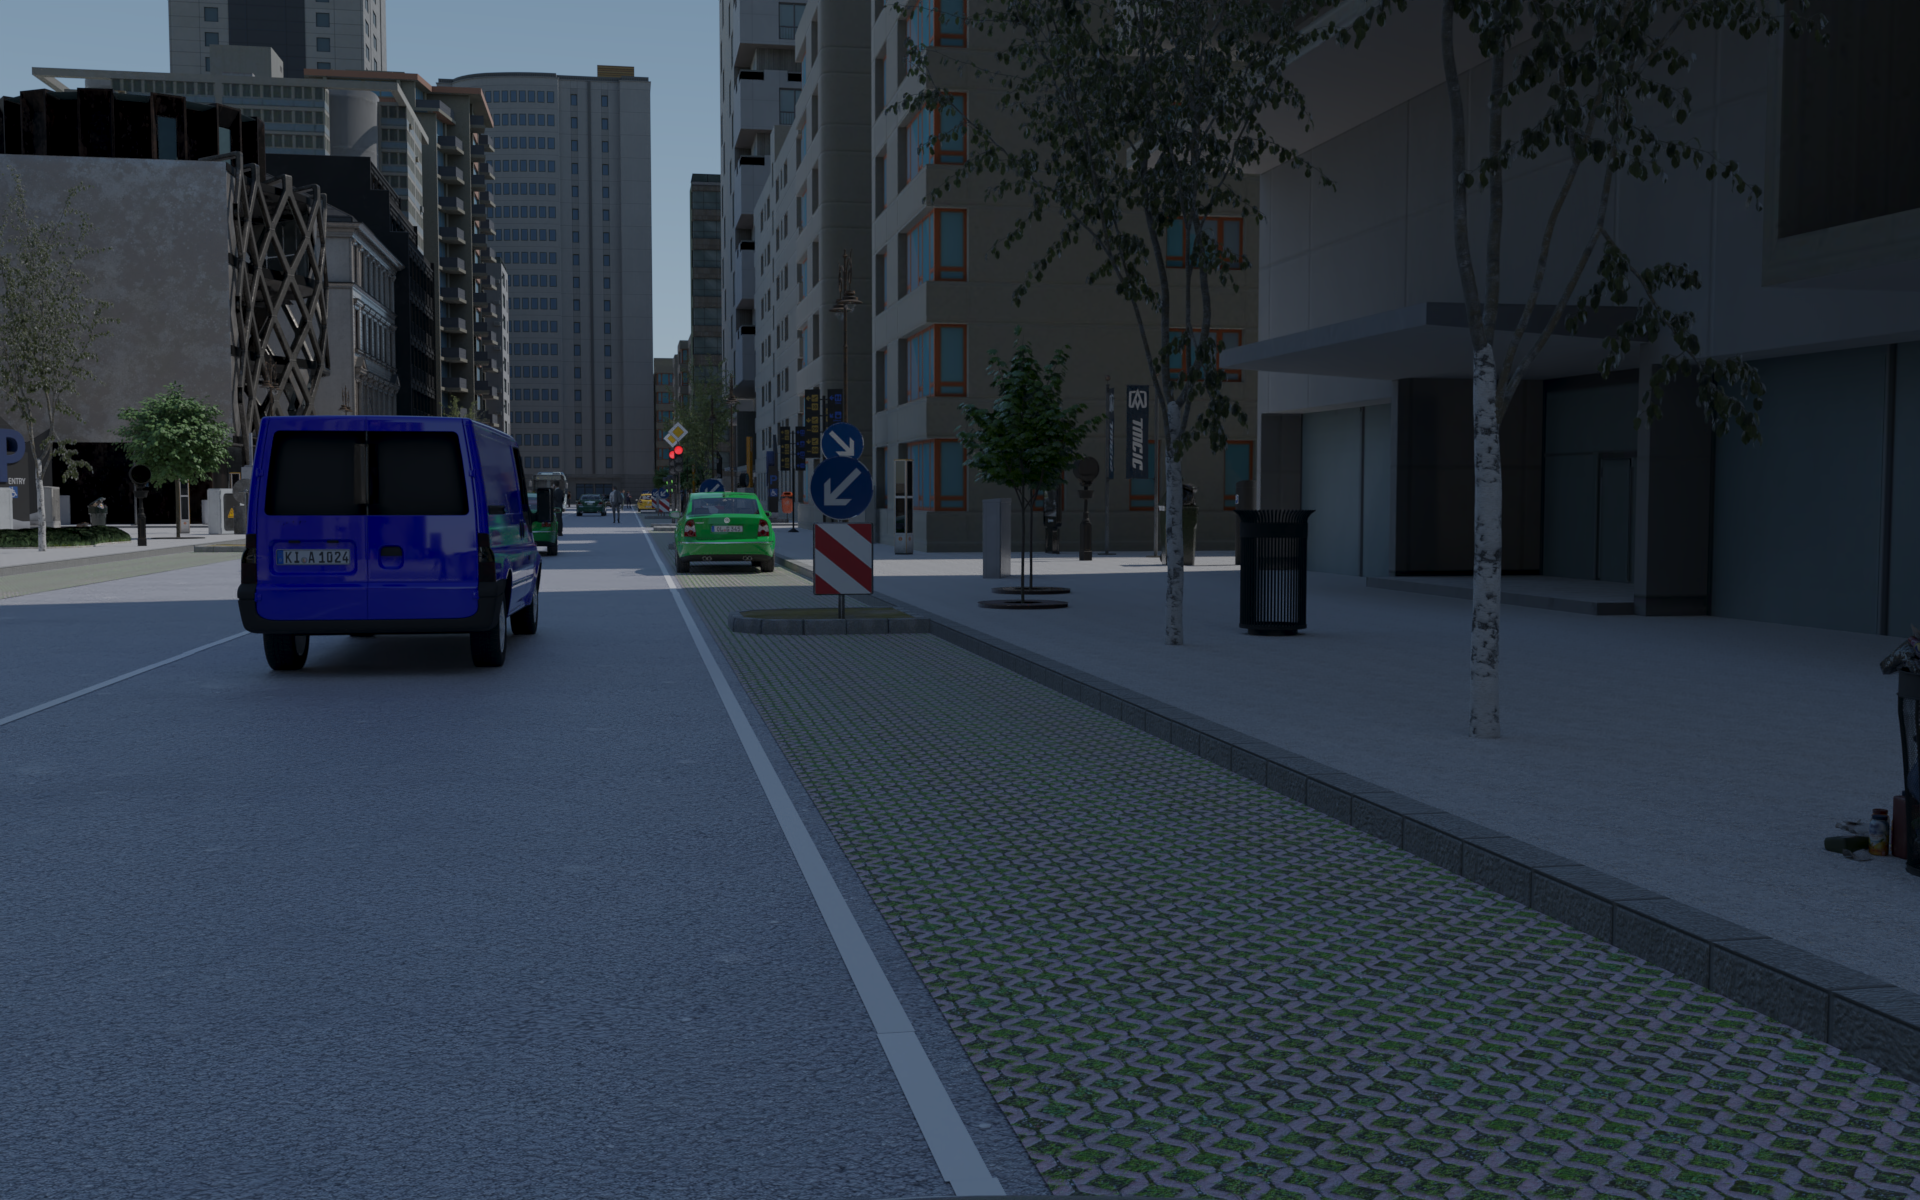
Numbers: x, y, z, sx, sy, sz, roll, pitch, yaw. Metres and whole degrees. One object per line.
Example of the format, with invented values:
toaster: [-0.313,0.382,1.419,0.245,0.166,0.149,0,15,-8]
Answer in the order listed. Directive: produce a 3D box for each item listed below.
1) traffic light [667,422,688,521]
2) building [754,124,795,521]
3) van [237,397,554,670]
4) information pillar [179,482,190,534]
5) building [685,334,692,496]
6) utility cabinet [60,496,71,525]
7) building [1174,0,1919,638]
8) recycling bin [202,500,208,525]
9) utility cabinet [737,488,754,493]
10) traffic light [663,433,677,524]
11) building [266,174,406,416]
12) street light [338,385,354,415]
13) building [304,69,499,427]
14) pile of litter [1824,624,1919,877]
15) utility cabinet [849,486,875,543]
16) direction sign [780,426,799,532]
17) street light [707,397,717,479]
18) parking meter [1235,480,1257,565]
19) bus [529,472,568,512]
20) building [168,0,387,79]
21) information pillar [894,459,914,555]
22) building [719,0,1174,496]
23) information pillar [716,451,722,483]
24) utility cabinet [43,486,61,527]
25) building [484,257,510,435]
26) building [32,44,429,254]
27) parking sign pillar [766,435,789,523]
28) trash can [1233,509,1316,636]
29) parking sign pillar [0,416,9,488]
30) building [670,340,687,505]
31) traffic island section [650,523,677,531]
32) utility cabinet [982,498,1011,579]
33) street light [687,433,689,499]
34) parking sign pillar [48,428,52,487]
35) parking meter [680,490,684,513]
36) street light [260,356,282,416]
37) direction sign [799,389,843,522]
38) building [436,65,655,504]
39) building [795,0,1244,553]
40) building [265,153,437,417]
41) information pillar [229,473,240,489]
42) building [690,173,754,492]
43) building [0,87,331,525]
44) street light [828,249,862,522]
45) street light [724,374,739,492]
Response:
traffic light: [-10.969,-4.799,67.391,0.839,4.253,0.868,-1,4,-11]
building: [4.264,-15.283,94.914,28.899,21.520,27.650,-1,4,-11]
van: [-4.978,-0.701,15.849,2.240,2.365,5.245,-1,4,-9]
information pillar: [-25.204,-3.161,56.172,0.304,2.012,0.304,-3,5,-43]
building: [-14.083,-20.642,182.531,27.650,21.520,28.899,-1,4,-11]
utility cabinet: [-37.597,-3.723,72.033,1.020,1.237,0.306,-2,4,-34]
building: [18.208,-26.215,17.847,28.713,52.752,27.495,-1,4,-11]
recycling bin: [-31.241,-3.659,72.385,0.722,1.027,0.722,-2,4,-32]
utility cabinet: [-7.349,-3.091,59.221,0.318,1.500,1.173,0,4,7]
traffic light: [-12.484,-5.279,75.232,0.839,4.253,0.868,-1,4,-11]
building: [-39.982,-14.663,104.364,10.561,19.102,19.286,-1,4,-11]
street light: [-26.101,-6.174,73.740,0.468,5.910,1.993,-1,4,-11]
building: [-60.570,-32.243,181.797,22.147,44.769,28.867,-1,4,-11]
pile of litter: [3.620,0.497,5.847,1.176,0.858,1.719,1,4,16]
utility cabinet: [-2.578,-2.236,45.233,0.318,1.500,1.173,-2,4,-25]
direction sign: [-5.591,-4.038,58.022,0.876,3.537,0.379,1,4,11]
street light: [-11.790,-6.714,82.562,0.468,5.910,1.993,-1,4,-11]
parking meter: [5.177,-1.404,31.374,0.372,1.533,0.369,0,3,0]
bus: [-33.403,-8.940,141.024,2.948,3.499,13.247,-1,4,-12]
building: [-78.510,-46.746,202.549,20.611,71.187,20.563,-1,4,-11]
information pillar: [-1.188,-1.968,36.676,0.304,2.012,0.304,2,4,29]
building: [-2.936,-32.702,123.916,28.713,52.752,27.495,-1,4,-11]
information pillar: [-12.921,-6.217,93.007,0.183,3.616,0.504,-3,4,-38]
utility cabinet: [-26.070,-2.508,49.680,0.318,1.500,1.173,-1,4,-18]
building: [-62.108,-26.832,210.402,14.107,30.474,14.160,-1,4,-11]
building: [-61.323,-28.309,154.725,32.217,40.220,23.993,-1,4,-11]
parking sign pillar: [-8.426,-5.468,77.867,1.447,3.967,1.447,-1,4,-10]
trash can: [2.865,-0.255,15.831,0.748,1.137,0.748,0,3,0]
parking sign pillar: [-28.514,-3.874,51.804,1.447,3.967,1.447,1,4,12]
building: [-20.572,-22.397,211.226,27.650,21.520,28.899,-1,4,-11]
traffic island section: [-12.443,-3.246,75.353,2.009,0.180,2.903,-1,4,-11]
utility cabinet: [0.565,-0.954,26.759,0.306,1.237,1.020,1,4,10]
street light: [-18.233,-8.748,115.811,0.468,5.910,1.993,-1,4,-11]
parking sign pillar: [-37.692,-5.014,70.445,1.447,3.967,1.447,-3,5,-40]
parking meter: [-19.343,-6.828,120.050,0.372,1.533,0.369,0,3,0]
street light: [-23.089,-5.221,58.150,0.468,5.910,1.993,-1,4,-11]
direction sign: [-2.935,-2.778,37.421,0.876,3.537,0.379,1,4,18]
building: [-56.956,-42.678,239.780,28.212,58.520,21.231,-1,4,-11]
building: [10.111,-12.783,54.036,27.650,21.520,28.899,-1,4,-11]
building: [-43.953,-17.837,121.319,12.332,23.373,15.834,-1,4,-11]
information pillar: [-24.908,-3.367,59.536,0.304,2.012,0.304,-2,4,-32]
building: [-17.791,-23.730,159.686,14.160,30.474,14.107,-1,4,-11]
building: [-38.457,-13.024,80.393,16.820,18.784,16.811,-1,4,-11]
street light: [-2.169,-3.671,32.816,0.468,5.910,1.993,-1,4,-11]
street light: [-8.812,-5.755,66.885,0.468,5.910,1.993,-1,4,-11]
